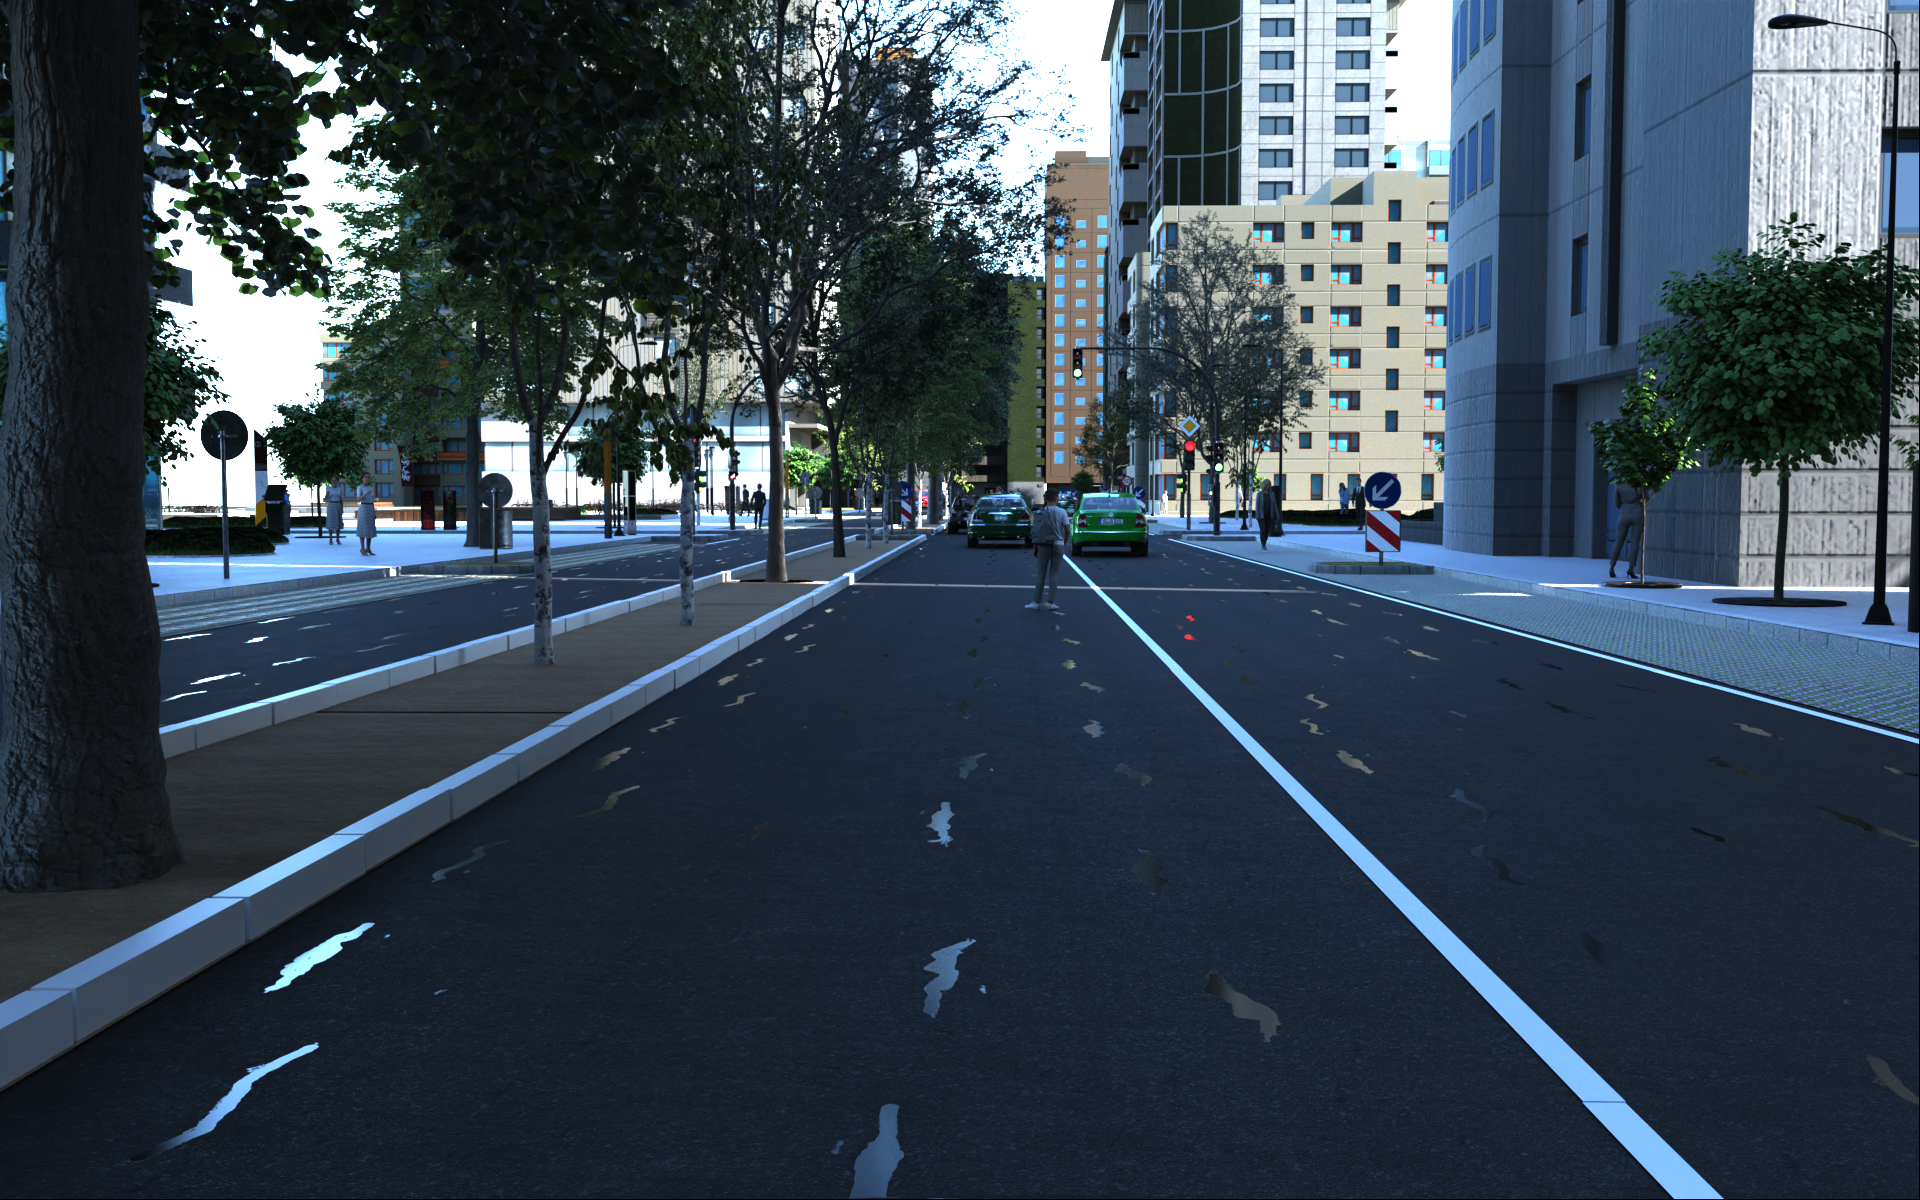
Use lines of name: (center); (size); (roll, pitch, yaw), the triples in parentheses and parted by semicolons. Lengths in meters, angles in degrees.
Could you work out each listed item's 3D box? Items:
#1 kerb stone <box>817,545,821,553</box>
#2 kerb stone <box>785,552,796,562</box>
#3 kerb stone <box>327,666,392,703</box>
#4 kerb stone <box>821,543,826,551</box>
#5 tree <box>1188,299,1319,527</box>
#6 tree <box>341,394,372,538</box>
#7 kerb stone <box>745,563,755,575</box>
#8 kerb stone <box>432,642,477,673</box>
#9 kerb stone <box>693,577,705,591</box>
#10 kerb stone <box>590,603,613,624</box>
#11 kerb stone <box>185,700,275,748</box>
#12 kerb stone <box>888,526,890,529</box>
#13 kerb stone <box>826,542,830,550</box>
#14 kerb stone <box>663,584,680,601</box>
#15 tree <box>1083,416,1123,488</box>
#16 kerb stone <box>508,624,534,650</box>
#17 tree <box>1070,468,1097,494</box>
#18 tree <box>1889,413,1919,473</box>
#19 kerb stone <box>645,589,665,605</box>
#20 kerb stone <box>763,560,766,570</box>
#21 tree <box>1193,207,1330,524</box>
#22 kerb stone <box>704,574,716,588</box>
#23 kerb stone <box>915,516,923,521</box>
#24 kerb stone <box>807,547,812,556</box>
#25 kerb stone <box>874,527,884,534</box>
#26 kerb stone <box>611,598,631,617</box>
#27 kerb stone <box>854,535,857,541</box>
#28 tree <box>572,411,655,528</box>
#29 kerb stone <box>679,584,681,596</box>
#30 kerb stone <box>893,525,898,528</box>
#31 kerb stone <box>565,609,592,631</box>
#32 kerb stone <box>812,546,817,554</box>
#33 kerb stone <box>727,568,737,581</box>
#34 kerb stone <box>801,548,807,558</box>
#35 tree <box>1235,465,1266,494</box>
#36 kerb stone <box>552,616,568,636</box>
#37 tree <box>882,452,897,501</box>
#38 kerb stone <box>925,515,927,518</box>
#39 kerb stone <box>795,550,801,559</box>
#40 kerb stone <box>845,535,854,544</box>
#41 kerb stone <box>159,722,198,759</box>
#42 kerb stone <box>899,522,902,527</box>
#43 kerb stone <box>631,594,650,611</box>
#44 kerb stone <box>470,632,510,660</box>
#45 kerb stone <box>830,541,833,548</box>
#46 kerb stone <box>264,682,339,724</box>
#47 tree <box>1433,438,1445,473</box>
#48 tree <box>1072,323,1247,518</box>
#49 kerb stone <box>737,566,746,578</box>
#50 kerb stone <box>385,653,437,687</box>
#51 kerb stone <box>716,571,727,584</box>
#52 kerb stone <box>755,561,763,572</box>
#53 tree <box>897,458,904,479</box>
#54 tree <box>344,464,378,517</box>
kerb stone: (-3.532, -1.210, 41.974); (0.120, 0.150, 1.000); (0, 4, 1)
kerb stone: (-3.663, -0.891, 36.849); (0.120, 0.150, 1.000); (0, 4, 1)
kerb stone: (-4.265, 0.610, 12.219); (0.120, 0.150, 1.000); (0, 4, 1)
kerb stone: (-3.513, -1.273, 43.002); (0.120, 0.150, 1.000); (0, 4, 1)
tree: (11.373, -7.098, 66.412); (4.360, 8.622, 3.978); (0, 3, 0)
tree: (-18.861, -4.113, 50.957); (4.285, 4.588, 4.351); (0, 3, 0)
kerb stone: (-3.816, -0.518, 30.672); (0.120, 0.150, 1.000); (0, 4, 1)
kerb stone: (-4.210, 0.485, 14.267); (0.120, 0.150, 1.000); (0, 4, 1)
kerb stone: (-3.937, -0.200, 25.533); (0.120, 0.150, 1.000); (0, 4, 1)
kerb stone: (-4.090, 0.172, 19.390); (0.120, 0.150, 1.000); (0, 4, 1)
kerb stone: (-4.313, 0.739, 10.176); (0.120, 0.150, 1.000); (0, 4, 1)
kerb stone: (-2.918, -2.746, 67.106); (0.120, 0.150, 1.000); (0, 4, 1)
kerb stone: (-3.485, -1.335, 44.031); (0.120, 0.150, 1.000); (0, 4, 1)
kerb stone: (-3.982, -0.078, 23.482); (0.120, 0.150, 1.000); (0, 4, 1)
tree: (13.025, -12.704, 158.071); (4.360, 8.622, 3.978); (0, 3, 0)
kerb stone: (-4.161, 0.361, 16.310); (0.120, 0.150, 1.000); (0, 4, 1)
tree: (15.218, -14.046, 213.369); (4.285, 4.588, 4.351); (0, 3, 0)
tree: (12.805, -1.661, 21.752); (1.663, 3.219, 1.824); (0, 3, 0)
kerb stone: (-4.012, -0.013, 22.461); (0.120, 0.150, 1.000); (0, 4, 1)
kerb stone: (-3.759, -0.644, 32.717); (0.120, 0.150, 1.000); (0, 4, 1)
tree: (10.879, -10.079, 75.161); (12.009, 13.543, 11.850); (0, 3, 0)
kerb stone: (-3.916, -0.267, 26.560); (0.120, 0.150, 1.000); (0, 4, 1)
kerb stone: (-2.239, -4.442, 94.828); (0.120, 0.150, 1.000); (0, 4, 1)
kerb stone: (-3.581, -1.084, 39.925); (0.120, 0.150, 1.000); (0, 4, 1)
kerb stone: (-2.996, -2.559, 64.036); (0.120, 0.150, 1.000); (0, 4, 1)
kerb stone: (-4.071, 0.109, 20.412); (0.120, 0.150, 1.000); (0, 4, 1)
kerb stone: (-3.282, -1.835, 52.226); (0.120, 0.150, 1.000); (0, 4, 1)
tree: (-12.993, -5.000, 65.460); (4.285, 4.588, 4.351); (0, 3, 0)
kerb stone: (-3.957, -0.141, 24.504); (0.120, 0.150, 1.000); (0, 4, 1)
kerb stone: (-2.794, -3.060, 72.229); (0.120, 0.150, 1.000); (0, 4, 1)
kerb stone: (-4.109, 0.234, 18.368); (0.120, 0.150, 1.000); (0, 4, 1)
kerb stone: (-3.558, -1.147, 40.952); (0.120, 0.150, 1.000); (0, 4, 1)
kerb stone: (-3.864, -0.393, 28.616); (0.120, 0.150, 1.000); (0, 4, 1)
kerb stone: (-3.613, -1.022, 38.903); (0.120, 0.150, 1.000); (0, 4, 1)
tree: (16.875, -6.427, 99.677); (1.663, 3.219, 1.824); (0, 3, 0)
kerb stone: (-4.140, 0.299, 17.339); (0.120, 0.150, 1.000); (0, 4, 1)
tree: (-8.133, -11.938, 145.553); (4.737, 8.622, 4.395); (0, 3, 0)
kerb stone: (-2.075, -4.879, 102.013); (0.120, 0.150, 1.000); (0, 4, 1)
kerb stone: (-3.644, -0.959, 37.877); (0.120, 0.150, 1.000); (0, 4, 1)
kerb stone: (-3.317, -1.774, 51.204); (0.120, 0.150, 1.000); (0, 4, 1)
kerb stone: (-4.336, 0.798, 9.154); (0.120, 0.150, 1.000); (0, 4, 1)
kerb stone: (-2.726, -3.242, 75.317); (0.120, 0.150, 1.000); (0, 4, 1)
kerb stone: (-4.034, 0.056, 21.438); (0.120, 0.150, 1.000); (0, 4, 1)
kerb stone: (-4.198, 0.422, 15.288); (0.120, 0.150, 1.000); (0, 4, 1)
kerb stone: (-3.461, -1.398, 45.054); (0.120, 0.150, 1.000); (0, 4, 1)
kerb stone: (-4.282, 0.675, 11.198); (0.120, 0.150, 1.000); (0, 4, 1)
tree: (19.184, -4.871, 63.357); (4.285, 4.588, 4.351); (0, 3, 0)
tree: (11.762, -9.690, 92.845); (8.767, 10.594, 7.601); (3, 4, 36)
kerb stone: (-3.833, -0.454, 29.648); (0.120, 0.150, 1.000); (0, 4, 1)
kerb stone: (-4.243, 0.550, 13.241); (0.120, 0.150, 1.000); (0, 4, 1)
kerb stone: (-3.888, -0.330, 27.594); (0.120, 0.150, 1.000); (0, 4, 1)
kerb stone: (-3.784, -0.581, 31.694); (0.120, 0.150, 1.000); (0, 4, 1)
tree: (-7.380, -14.322, 184.533); (4.737, 8.622, 4.395); (0, 3, 0)
tree: (-33.768, -6.276, 97.208); (1.663, 3.219, 1.824); (0, 3, 0)
